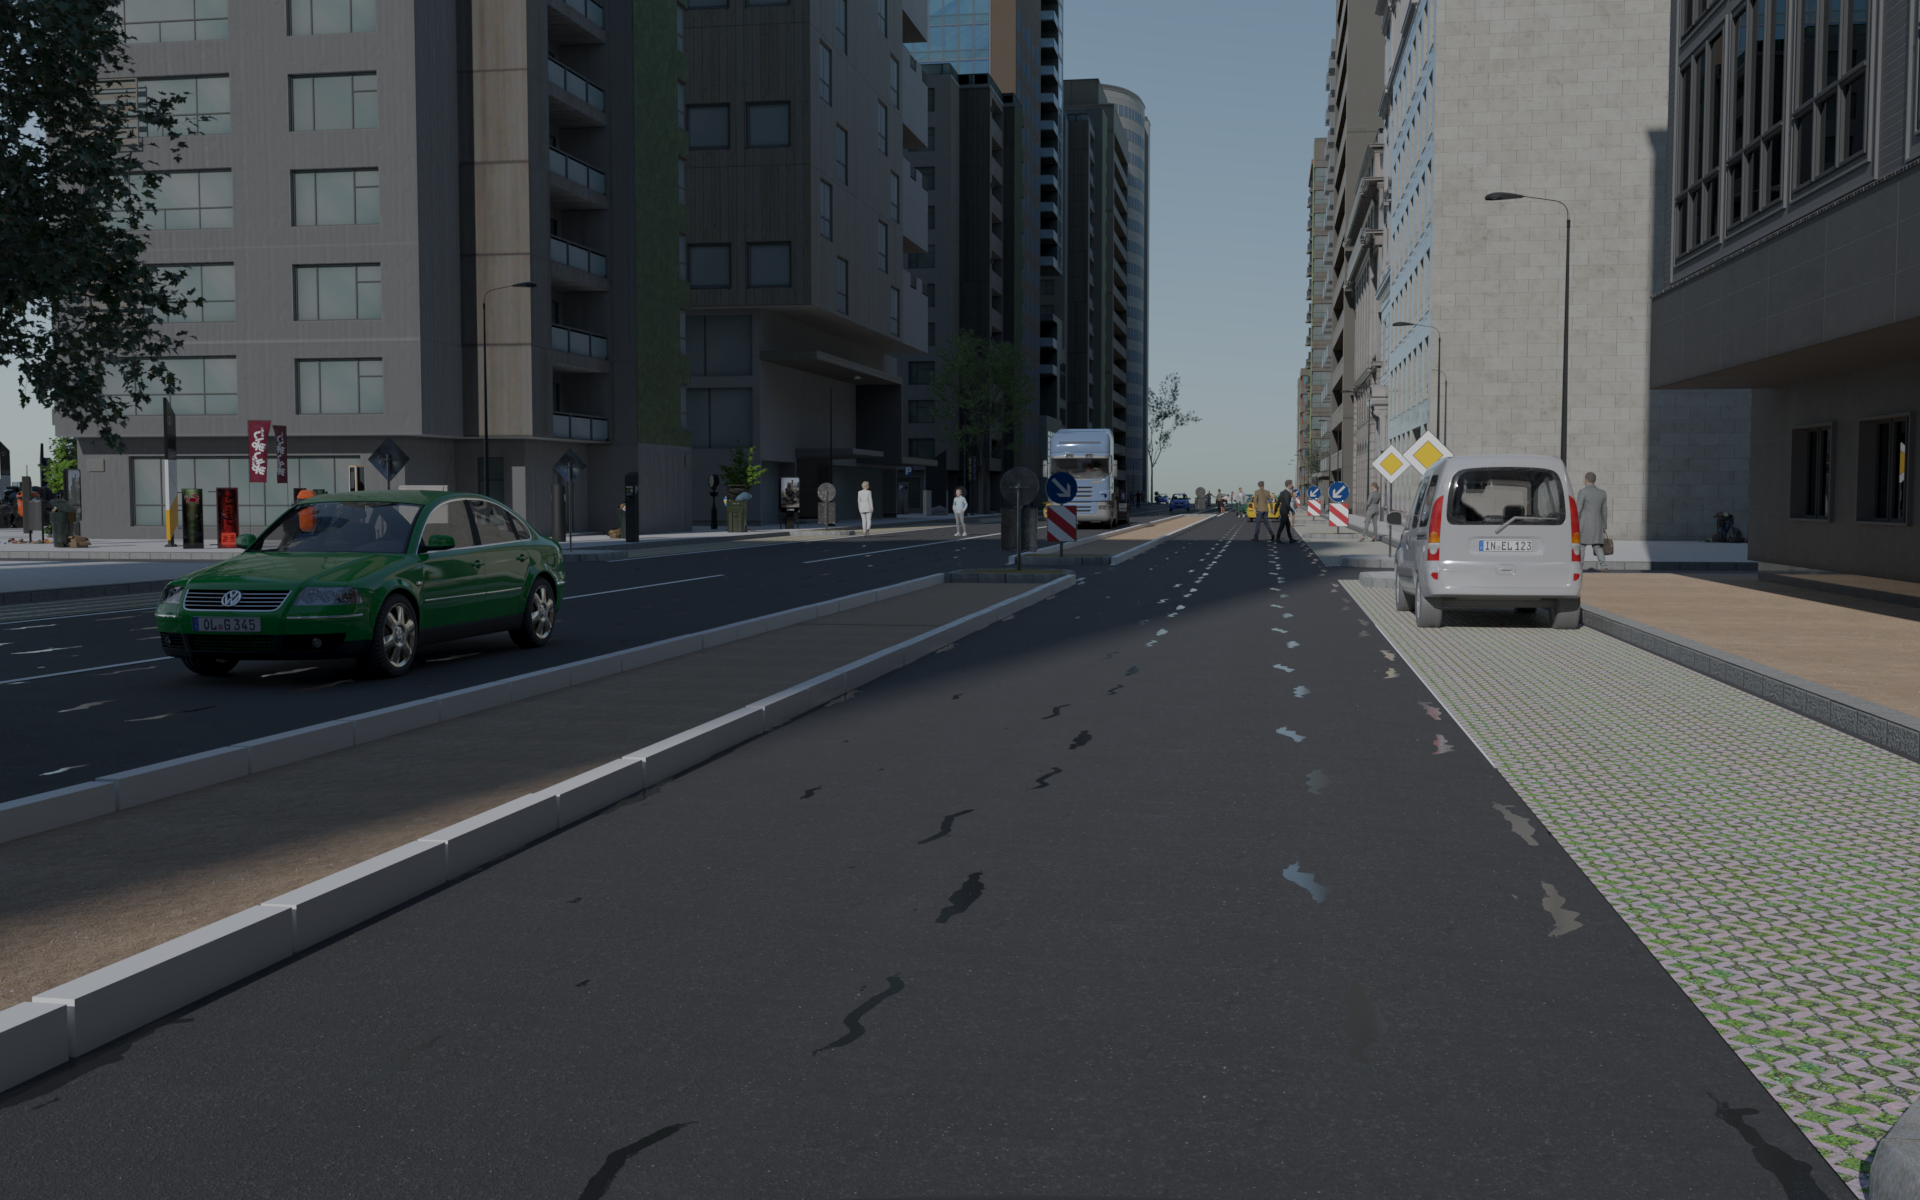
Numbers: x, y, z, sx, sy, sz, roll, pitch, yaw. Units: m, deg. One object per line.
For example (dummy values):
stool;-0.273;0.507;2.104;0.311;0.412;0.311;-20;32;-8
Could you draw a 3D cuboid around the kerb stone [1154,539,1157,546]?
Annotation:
kerb stone;5.187;-1.509;46.911;0.120;0.150;1.000;1;4;10

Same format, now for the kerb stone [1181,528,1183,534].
kerb stone;7.678;-2.375;61.023;0.120;0.150;1.000;1;4;10

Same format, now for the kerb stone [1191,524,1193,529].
kerb stone;9.098;-2.868;69.083;0.120;0.150;1.000;1;4;10

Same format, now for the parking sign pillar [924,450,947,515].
parking sign pillar;-1.492;-7.081;104.254;1.447;3.967;1.447;-1;4;-15

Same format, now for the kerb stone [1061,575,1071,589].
kerb stone;1.522;-0.241;26.142;0.120;0.150;1.000;1;4;10

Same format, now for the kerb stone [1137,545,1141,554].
kerb stone;4.120;-1.141;40.859;0.120;0.150;1.000;1;4;10

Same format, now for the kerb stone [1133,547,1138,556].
kerb stone;3.946;-1.080;39.852;0.120;0.150;1.000;1;4;10

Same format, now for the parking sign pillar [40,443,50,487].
parking sign pillar;-48.728;-6.348;92.258;1.447;3.967;1.447;-2;4;-31

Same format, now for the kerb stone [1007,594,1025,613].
kerb stone;0.633;0.068;21.090;0.120;0.150;1.000;1;4;10

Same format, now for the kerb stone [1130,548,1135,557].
kerb stone;3.762;-1.012;38.847;0.120;0.150;1.000;1;4;10

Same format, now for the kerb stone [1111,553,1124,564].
kerb stone;3.228;-0.828;35.799;0.120;0.150;1.000;1;4;10

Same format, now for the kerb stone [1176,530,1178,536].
kerb stone;7.137;-2.188;58.000;0.120;0.150;1.000;1;4;10

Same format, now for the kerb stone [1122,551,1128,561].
kerb stone;3.409;-0.893;36.811;0.120;0.150;1.000;1;4;10

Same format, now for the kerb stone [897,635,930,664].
kerb stone;-0.433;0.439;15.011;0.120;0.150;1.000;1;4;10

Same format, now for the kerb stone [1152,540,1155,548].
kerb stone;5.006;-1.450;45.903;0.120;0.150;1.000;1;4;10

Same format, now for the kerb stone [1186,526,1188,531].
kerb stone;8.394;-2.621;65.054;0.120;0.150;1.000;1;4;10

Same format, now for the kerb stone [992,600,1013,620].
kerb stone;0.456;0.130;20.069;0.120;0.150;1.000;1;4;10

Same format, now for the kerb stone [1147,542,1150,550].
kerb stone;4.660;-1.326;43.889;0.120;0.150;1.000;1;4;10

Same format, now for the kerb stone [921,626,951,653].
kerb stone;-0.258;0.378;16.018;0.120;0.150;1.000;1;4;10

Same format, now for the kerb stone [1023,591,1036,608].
kerb stone;0.813;0.014;22.112;0.120;0.150;1.000;1;4;10

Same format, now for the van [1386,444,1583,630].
van;5.917;-0.775;19.678;2.013;2.044;4.112;1;4;10

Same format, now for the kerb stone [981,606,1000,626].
kerb stone;0.272;0.198;19.057;0.120;0.150;1.000;1;4;10

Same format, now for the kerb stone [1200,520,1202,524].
kerb stone;10.873;-3.485;79.177;0.120;0.150;1.000;1;4;10

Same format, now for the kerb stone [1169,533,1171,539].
kerb stone;6.424;-1.944;53.972;0.120;0.150;1.000;1;4;10

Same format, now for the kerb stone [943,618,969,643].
kerb stone;-0.079;0.316;17.039;0.120;0.150;1.000;1;4;10

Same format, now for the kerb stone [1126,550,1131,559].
kerb stone;3.581;-0.957;37.835;0.120;0.150;1.000;1;4;10

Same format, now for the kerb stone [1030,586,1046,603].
kerb stone;0.996;-0.052;23.118;0.120;0.150;1.000;1;4;10

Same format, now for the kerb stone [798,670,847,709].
kerb stone;-0.976;0.625;11.972;0.120;0.150;1.000;1;4;10

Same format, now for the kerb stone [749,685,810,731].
kerb stone;-1.151;0.687;10.965;0.120;0.150;1.000;1;4;10

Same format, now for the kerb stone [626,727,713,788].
kerb stone;-1.502;0.811;8.929;0.120;0.150;1.000;1;4;10

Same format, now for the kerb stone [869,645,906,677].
kerb stone;-0.619;0.501;14.006;0.120;0.150;1.000;1;4;10

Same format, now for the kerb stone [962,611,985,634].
kerb stone;0.094;0.254;18.047;0.120;0.150;1.000;1;4;10

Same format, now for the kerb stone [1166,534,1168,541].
kerb stone;6.071;-1.819;51.944;0.120;0.150;1.000;1;4;10

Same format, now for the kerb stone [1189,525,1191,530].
kerb stone;8.749;-2.741;67.069;0.120;0.150;1.000;1;4;10

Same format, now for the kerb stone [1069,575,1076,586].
kerb stone;1.703;-0.300;27.148;0.120;0.150;1.000;1;4;10

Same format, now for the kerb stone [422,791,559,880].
kerb stone;-1.869;0.934;6.918;0.120;0.150;1.000;1;4;10

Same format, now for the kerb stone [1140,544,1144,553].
kerb stone;4.295;-1.203;41.866;0.120;0.150;1.000;1;4;10

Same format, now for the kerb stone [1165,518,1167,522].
kerb stone;10.231;-4.001;87.613;0.120;0.150;1.000;1;4;10

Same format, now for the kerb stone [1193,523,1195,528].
kerb stone;9.456;-2.988;71.100;0.120;0.150;1.000;1;4;10

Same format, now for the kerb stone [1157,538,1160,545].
kerb stone;5.365;-1.572;47.918;0.120;0.150;1.000;1;4;10

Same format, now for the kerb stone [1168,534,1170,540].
kerb stone;6.254;-1.881;52.954;0.120;0.150;1.000;1;4;10

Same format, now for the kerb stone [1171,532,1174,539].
kerb stone;6.611;-2.003;54.978;0.120;0.150;1.000;1;4;10

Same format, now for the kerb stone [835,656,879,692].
kerb stone;-0.794;0.563;12.992;0.120;0.150;1.000;1;4;10

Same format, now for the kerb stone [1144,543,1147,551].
kerb stone;4.477;-1.265;42.875;0.120;0.150;1.000;1;4;10

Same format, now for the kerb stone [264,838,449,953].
kerb stone;-2.044;0.996;5.909;0.120;0.150;1.000;1;4;10

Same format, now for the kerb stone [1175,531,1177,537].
kerb stone;6.963;-2.128;56.993;0.120;0.150;1.000;1;4;10

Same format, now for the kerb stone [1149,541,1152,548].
kerb stone;4.832;-1.388;44.897;0.120;0.150;1.000;1;4;10

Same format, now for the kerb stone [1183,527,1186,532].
kerb stone;8.036;-2.498;63.042;0.120;0.150;1.000;1;4;10

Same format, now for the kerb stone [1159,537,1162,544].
kerb stone;5.540;-1.635;48.924;0.120;0.150;1.000;1;4;10

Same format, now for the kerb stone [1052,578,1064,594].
kerb stone;1.349;-0.176;25.132;0.120;0.150;1.000;1;4;10

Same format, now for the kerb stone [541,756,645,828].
kerb stone;-1.687;0.878;7.924;0.120;0.150;1.000;1;4;10

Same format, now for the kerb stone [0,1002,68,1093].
kerb stone;-2.401;1.125;3.896;0.120;0.150;1.000;1;4;10

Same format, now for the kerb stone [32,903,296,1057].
kerb stone;-2.220;1.058;4.902;0.120;0.150;1.000;1;4;10

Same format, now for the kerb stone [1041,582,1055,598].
kerb stone;1.165;-0.118;24.126;0.120;0.150;1.000;1;4;10

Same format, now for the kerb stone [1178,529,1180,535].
kerb stone;7.317;-2.251;59.006;0.120;0.150;1.000;1;4;10

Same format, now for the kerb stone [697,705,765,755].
kerb stone;-1.334;0.755;9.951;0.120;0.150;1.000;1;4;10

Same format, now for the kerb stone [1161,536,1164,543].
kerb stone;5.725;-1.696;49.929;0.120;0.150;1.000;1;4;10

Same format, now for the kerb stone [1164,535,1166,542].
kerb stone;5.901;-1.758;50.936;0.120;0.150;1.000;1;4;10
